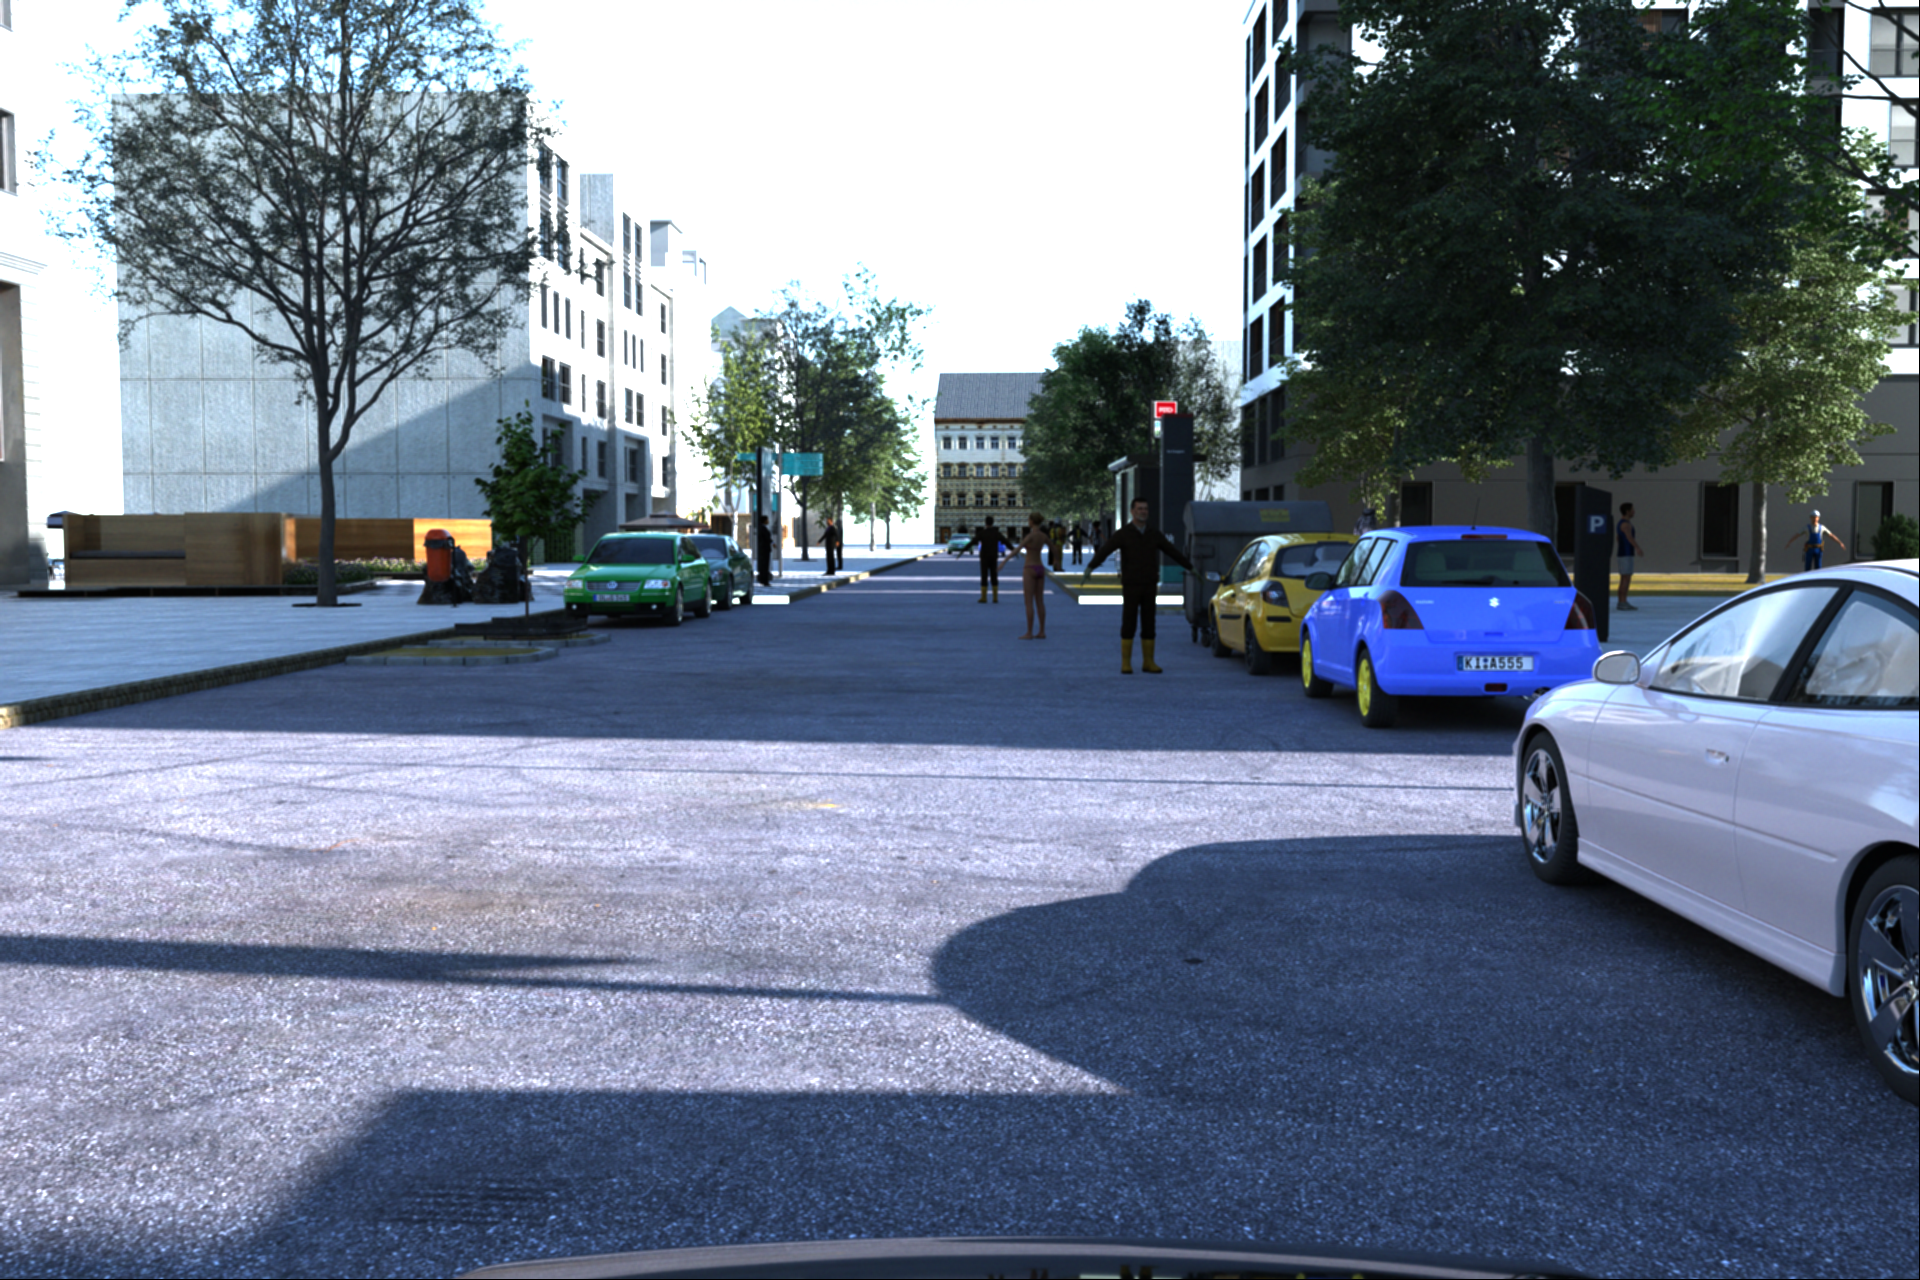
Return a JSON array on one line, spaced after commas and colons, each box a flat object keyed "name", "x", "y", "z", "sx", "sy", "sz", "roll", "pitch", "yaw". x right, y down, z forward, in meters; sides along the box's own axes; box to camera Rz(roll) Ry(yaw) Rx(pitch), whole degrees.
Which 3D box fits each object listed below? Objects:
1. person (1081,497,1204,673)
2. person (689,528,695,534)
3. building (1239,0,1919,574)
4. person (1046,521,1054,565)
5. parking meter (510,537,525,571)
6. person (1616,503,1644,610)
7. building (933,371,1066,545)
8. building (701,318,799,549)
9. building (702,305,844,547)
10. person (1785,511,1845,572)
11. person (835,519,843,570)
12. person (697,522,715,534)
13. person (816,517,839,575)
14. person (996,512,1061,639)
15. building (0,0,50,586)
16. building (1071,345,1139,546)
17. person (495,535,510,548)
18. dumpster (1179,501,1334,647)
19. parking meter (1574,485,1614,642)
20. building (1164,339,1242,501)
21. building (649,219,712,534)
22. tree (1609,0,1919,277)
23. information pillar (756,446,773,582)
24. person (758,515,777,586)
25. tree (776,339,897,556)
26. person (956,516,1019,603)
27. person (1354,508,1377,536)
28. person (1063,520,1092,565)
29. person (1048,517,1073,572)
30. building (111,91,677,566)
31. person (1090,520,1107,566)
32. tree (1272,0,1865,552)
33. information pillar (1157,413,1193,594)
[{"name": "person", "x": 1.859, "y": -0.567, "z": 17.860, "sx": 1.346, "sy": 1.812, "sz": 0.704, "roll": -1, "pitch": 4, "yaw": -15}, {"name": "person", "x": -7.186, "y": -2.288, "z": 46.682, "sx": 0.991, "sy": 1.433, "sz": 0.599, "roll": -2, "pitch": 4, "yaw": -31}, {"name": "building", "x": 25.300, "y": -13.916, "z": 71.502, "sx": 27.936, "sy": 21.610, "sz": 32.646, "roll": 0, "pitch": 4, "yaw": 1}, {"name": "person", "x": 3.772, "y": -3.958, "z": 70.896, "sx": 0.705, "sy": 1.806, "sz": 1.347, "roll": -1, "pitch": 4, "yaw": -21}, {"name": "parking meter", "x": -9.096, "y": -1.663, "z": 35.607, "sx": 0.372, "sy": 1.533, "sz": 0.369, "roll": 0, "pitch": 3, "yaw": 0}, {"name": "person", "x": 11.295, "y": -1.415, "z": 29.306, "sx": 0.704, "sy": 1.807, "sz": 1.345, "roll": 1, "pitch": 4, "yaw": 9}, {"name": "building", "x": 6.209, "y": -24.448, "z": 233.114, "sx": 18.063, "sy": 23.208, "sz": 19.493, "roll": 0, "pitch": 4, "yaw": 4}, {"name": "building", "x": -20.639, "y": -18.126, "z": 152.781, "sx": 16.016, "sy": 20.090, "sz": 11.380, "roll": 0, "pitch": 4, "yaw": 0}, {"name": "building", "x": -21.866, "y": -21.074, "z": 175.487, "sx": 19.493, "sy": 23.208, "sz": 18.063, "roll": 0, "pitch": 4, "yaw": 1}, {"name": "person", "x": 20.593, "y": -2.196, "z": 41.767, "sx": 1.347, "sy": 1.847, "sz": 0.705, "roll": 1, "pitch": 4, "yaw": 11}, {"name": "person", "x": -4.362, "y": -3.420, "z": 62.050, "sx": 0.705, "sy": 1.813, "sz": 1.348, "roll": 0, "pitch": 4, "yaw": 2}, {"name": "person", "x": -10.259, "y": -3.904, "z": 70.100, "sx": 1.348, "sy": 1.796, "sz": 0.705, "roll": 0, "pitch": 4, "yaw": 7}, {"name": "person", "x": -4.061, "y": -2.914, "z": 53.861, "sx": 0.704, "sy": 1.802, "sz": 1.346, "roll": -2, "pitch": 4, "yaw": -32}, {"name": "person", "x": 0.965, "y": -0.885, "z": 23.724, "sx": 1.217, "sy": 1.733, "sz": 0.721, "roll": -3, "pitch": 5, "yaw": -44}, {"name": "building", "x": -28.218, "y": -15.294, "z": 27.550, "sx": 11.434, "sy": 29.767, "sz": 29.804, "roll": 0, "pitch": 4, "yaw": 1}, {"name": "building", "x": 26.463, "y": -21.942, "z": 202.729, "sx": 27.936, "sy": 21.610, "sz": 32.646, "roll": 0, "pitch": 4, "yaw": 1}, {"name": "person", "x": -18.022, "y": -3.844, "z": 69.039, "sx": 0.705, "sy": 1.806, "sz": 1.347, "roll": 2, "pitch": 4, "yaw": 35}, {"name": "dumpster", "x": 3.817, "y": -0.867, "z": 22.387, "sx": 1.865, "sy": 1.857, "sz": 1.264, "roll": 0, "pitch": 4, "yaw": 0}, {"name": "parking meter", "x": 7.533, "y": -0.911, "z": 20.600, "sx": 0.399, "sy": 1.863, "sz": 0.255, "roll": 0, "pitch": 4, "yaw": 1}, {"name": "building", "x": 26.870, "y": -18.313, "z": 165.880, "sx": 16.747, "sy": 18.905, "sz": 31.486, "roll": 0, "pitch": 4, "yaw": 1}, {"name": "building", "x": -22.203, "y": -15.231, "z": 105.453, "sx": 16.016, "sy": 20.090, "sz": 11.380, "roll": 0, "pitch": 4, "yaw": 1}, {"name": "tree", "x": 9.402, "y": -5.449, "z": 14.843, "sx": 9.928, "sy": 11.665, "sz": 9.643, "roll": 0, "pitch": 3, "yaw": 0}, {"name": "information pillar", "x": -5.330, "y": -3.419, "z": 47.212, "sx": 0.184, "sy": 3.620, "sz": 1.656, "roll": 0, "pitch": 4, "yaw": 3}, {"name": "person", "x": -4.718, "y": -2.192, "z": 42.567, "sx": 0.721, "sy": 1.740, "sz": 1.216, "roll": -1, "pitch": 4, "yaw": -21}, {"name": "tree", "x": -7.153, "y": -11.177, "z": 100.872, "sx": 7.486, "sy": 12.596, "sz": 7.792, "roll": 0, "pitch": 3, "yaw": 0}, {"name": "person", "x": 0.599, "y": -1.683, "z": 36.116, "sx": 1.346, "sy": 1.812, "sz": 0.704, "roll": -1, "pitch": 4, "yaw": -15}, {"name": "person", "x": 7.236, "y": -1.476, "z": 30.841, "sx": 0.551, "sy": 1.740, "sz": 0.621, "roll": 3, "pitch": 5, "yaw": 45}, {"name": "person", "x": 4.942, "y": -4.115, "z": 73.058, "sx": 1.354, "sy": 1.856, "sz": 0.705, "roll": -1, "pitch": 4, "yaw": -9}, {"name": "person", "x": 3.368, "y": -3.262, "z": 59.098, "sx": 0.705, "sy": 1.858, "sz": 1.354, "roll": -2, "pitch": 4, "yaw": -34}, {"name": "building", "x": -25.267, "y": -13.390, "z": 85.385, "sx": 16.747, "sy": 18.905, "sz": 31.486, "roll": 0, "pitch": 4, "yaw": 1}, {"name": "person", "x": 5.508, "y": -3.860, "z": 69.252, "sx": 0.704, "sy": 1.843, "sz": 1.345, "roll": -2, "pitch": 4, "yaw": -28}, {"name": "tree", "x": 10.005, "y": -7.508, "z": 29.411, "sx": 9.857, "sy": 13.997, "sz": 8.962, "roll": 0, "pitch": 3, "yaw": 0}, {"name": "information pillar", "x": 4.674, "y": -2.941, "z": 37.465, "sx": 0.750, "sy": 3.857, "sz": 0.750, "roll": 0, "pitch": 3, "yaw": 0}]
